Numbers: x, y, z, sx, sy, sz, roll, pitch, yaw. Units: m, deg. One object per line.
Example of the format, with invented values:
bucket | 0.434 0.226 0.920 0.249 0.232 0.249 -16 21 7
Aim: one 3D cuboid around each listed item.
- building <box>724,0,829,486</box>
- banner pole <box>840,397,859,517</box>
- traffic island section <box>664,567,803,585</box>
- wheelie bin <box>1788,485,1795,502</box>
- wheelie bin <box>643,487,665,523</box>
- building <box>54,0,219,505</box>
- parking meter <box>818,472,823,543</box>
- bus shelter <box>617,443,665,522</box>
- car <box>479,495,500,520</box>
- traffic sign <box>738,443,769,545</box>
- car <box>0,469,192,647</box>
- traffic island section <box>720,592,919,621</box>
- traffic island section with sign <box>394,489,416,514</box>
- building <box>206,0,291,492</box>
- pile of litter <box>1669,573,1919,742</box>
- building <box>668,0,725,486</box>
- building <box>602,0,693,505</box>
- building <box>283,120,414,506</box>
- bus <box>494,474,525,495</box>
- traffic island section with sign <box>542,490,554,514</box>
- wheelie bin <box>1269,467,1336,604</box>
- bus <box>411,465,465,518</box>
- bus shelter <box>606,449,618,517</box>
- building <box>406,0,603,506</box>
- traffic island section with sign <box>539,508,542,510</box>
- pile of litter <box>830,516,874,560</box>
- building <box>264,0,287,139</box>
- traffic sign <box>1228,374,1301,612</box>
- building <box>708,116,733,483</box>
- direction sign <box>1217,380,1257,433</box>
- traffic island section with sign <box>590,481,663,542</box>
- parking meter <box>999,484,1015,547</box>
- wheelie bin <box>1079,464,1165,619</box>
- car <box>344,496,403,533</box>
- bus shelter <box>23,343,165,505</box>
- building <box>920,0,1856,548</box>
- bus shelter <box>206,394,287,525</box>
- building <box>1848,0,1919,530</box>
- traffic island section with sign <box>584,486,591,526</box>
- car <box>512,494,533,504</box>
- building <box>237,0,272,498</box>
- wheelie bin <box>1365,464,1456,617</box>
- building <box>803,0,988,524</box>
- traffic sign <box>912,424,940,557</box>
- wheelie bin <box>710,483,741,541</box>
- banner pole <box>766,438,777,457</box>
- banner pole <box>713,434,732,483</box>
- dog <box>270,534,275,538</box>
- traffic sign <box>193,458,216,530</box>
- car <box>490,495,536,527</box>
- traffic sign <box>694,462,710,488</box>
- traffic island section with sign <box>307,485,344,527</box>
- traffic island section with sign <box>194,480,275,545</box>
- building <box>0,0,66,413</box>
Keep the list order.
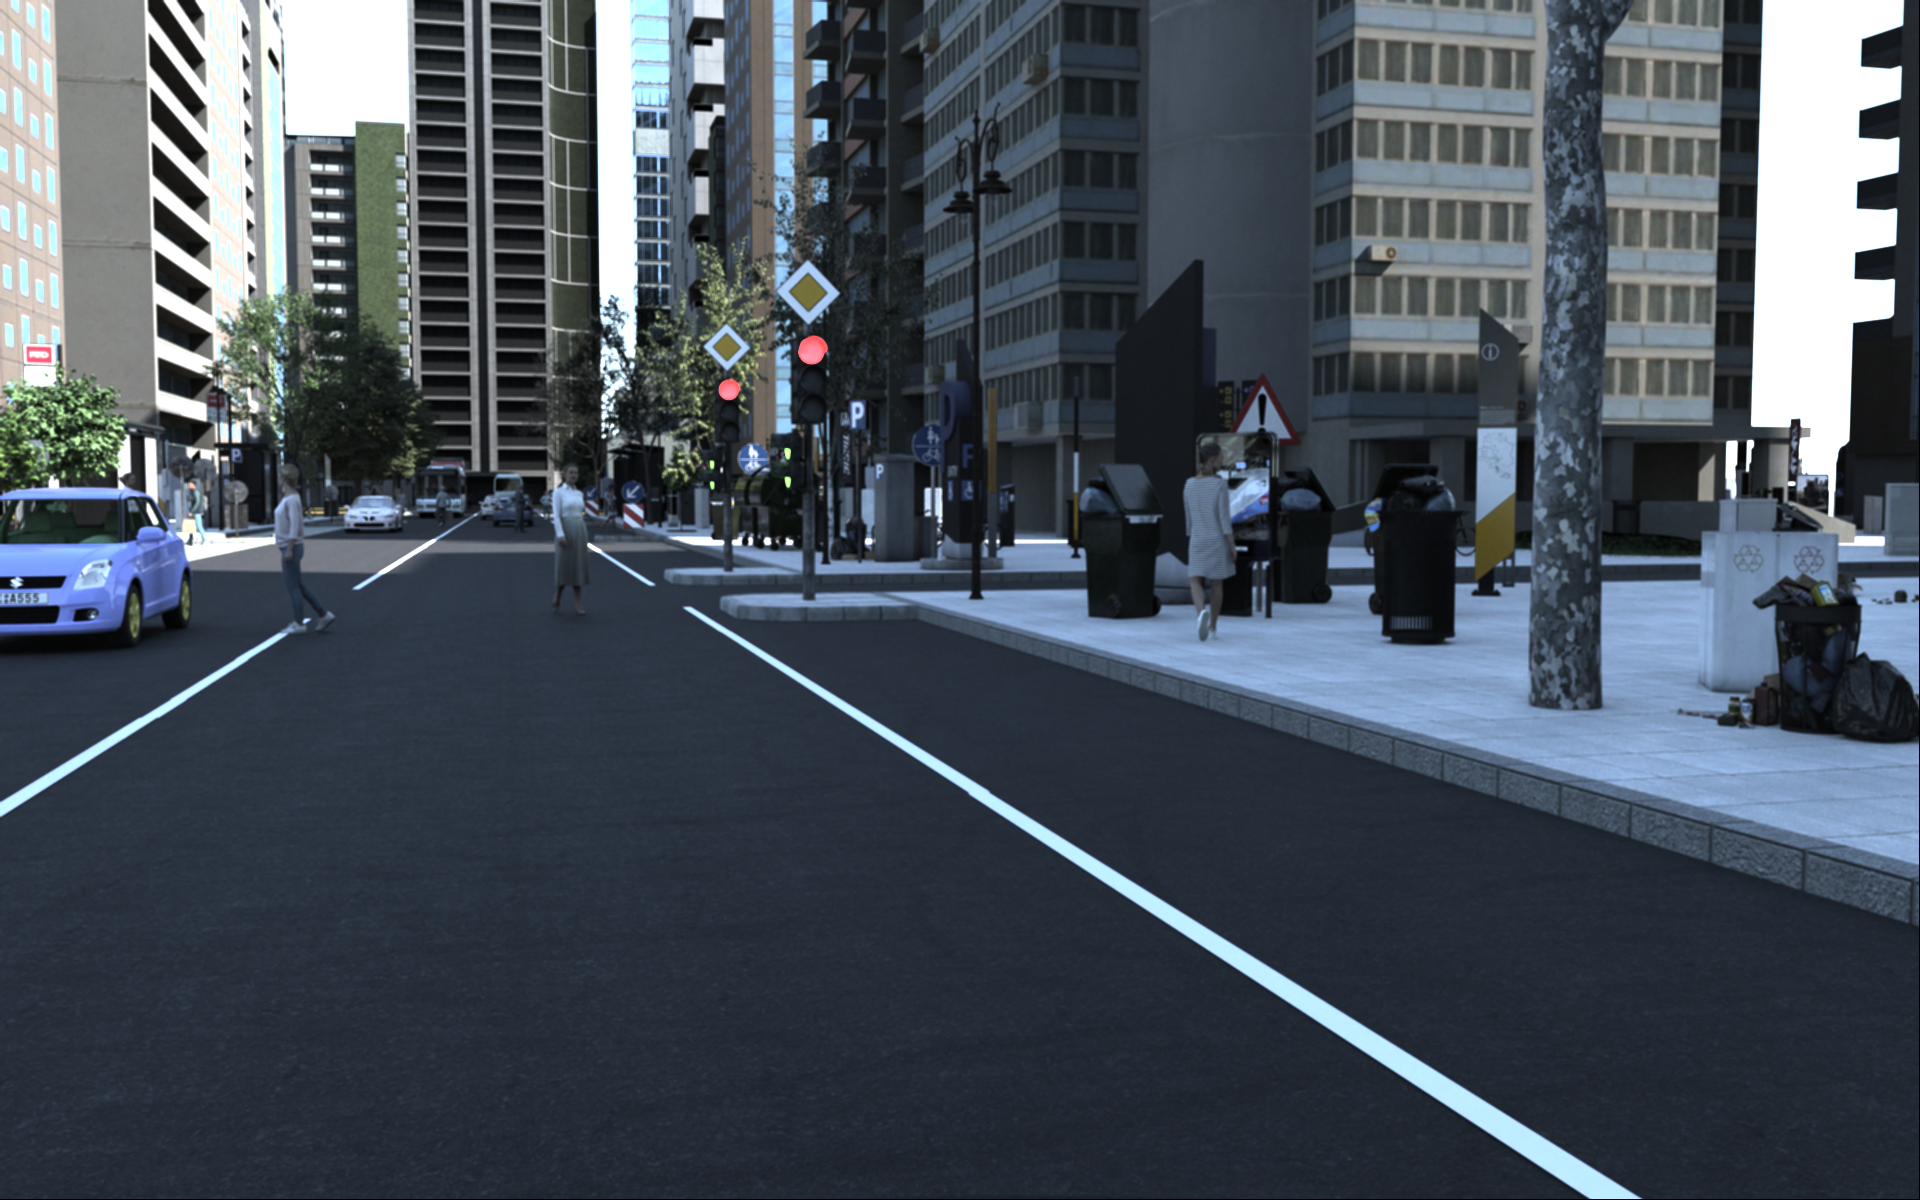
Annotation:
building | -8.872 -28.921 122.971 14.600 45.320 14.200 -1 4 -15
banner pole | -2.771 -3.293 43.865 0.863 3.779 0.401 3 5 44
traffic island section | -3.818 -0.393 28.710 2.009 0.180 2.903 -1 4 -15
wheelie bin | 29.541 -3.278 61.496 0.980 1.594 0.693 1 4 18
wheelie bin | -13.806 -4.300 78.208 0.980 1.594 0.693 0 4 -7
building | -57.869 -29.324 103.145 21.300 48.544 21.600 -1 4 -15
parking meter | -3.672 -2.429 45.428 0.255 1.863 0.399 -1 4 -19
bus shelter | -15.184 -5.603 82.886 1.731 3.624 6.357 -1 4 -15
car | -26.014 -5.207 97.491 2.083 1.381 4.827 -1 4 -16
traffic sign | -5.209 -2.665 43.674 0.768 2.556 0.104 -1 4 -14
car | -8.806 -0.460 17.118 1.945 1.707 3.694 -1 4 -13
traffic island section | -1.805 0.079 20.982 2.009 0.180 2.903 -1 4 -15
traffic island section with sign | -40.246 -7.081 124.406 1.989 1.847 2.006 -1 4 -15
building | -67.241 -30.648 151.212 14.200 45.320 14.600 -1 4 -15
pile of litter | 4.823 0.271 9.539 1.176 0.858 1.719 -1 4 -17
building | -11.854 -34.818 158.516 28.713 52.752 27.495 -1 4 -15
building | -27.085 -54.590 205.209 31.000 86.520 22.319 -1 4 -15
building | -67.861 -31.093 191.957 14.086 41.232 14.154 -1 4 -15
bus | -43.181 -10.459 165.857 2.948 3.499 13.247 -1 4 -14
traffic island section with sign | -29.498 -7.255 127.250 1.989 1.847 2.006 -1 4 -15
wheelie bin | 4.003 -0.768 20.466 0.693 1.594 0.980 -1 4 -16
bus | -32.292 -6.911 107.857 2.948 3.499 13.247 -1 4 -15
bus shelter | -17.903 -6.220 92.985 1.731 3.624 6.357 -1 4 -15
building | -51.872 -46.497 198.476 20.611 71.187 20.563 -1 4 -15
traffic island section with sign | -36.285 -8.851 153.340 1.989 1.847 2.006 -1 4 -15
pile of litter | -1.848 -1.233 34.125 1.719 0.858 1.176 -2 4 -30
building | -86.021 -46.009 190.506 20.611 71.187 20.563 -1 4 -15
traffic sign | 3.265 -1.152 18.831 0.884 2.594 0.081 -1 4 -9
building | -12.972 -22.343 137.011 14.160 30.474 14.107 -1 4 -15
direction sign | 5.554 -2.611 34.688 0.876 3.537 0.379 2 4 35
traffic island section with sign | -10.160 -2.714 53.009 1.989 1.847 2.006 -1 4 -15
parking meter | 1.151 -2.082 42.451 0.372 1.533 0.369 0 3 0
wheelie bin | 1.653 -0.621 18.067 0.980 1.594 0.693 -3 5 -42
car | -22.181 -3.256 65.593 2.083 1.381 4.827 -1 4 -14
bus shelter | -24.559 -4.372 49.120 2.179 5.291 8.768 -1 4 -14
building | 12.355 -22.351 57.321 23.993 40.220 32.217 -1 4 -15
bus shelter | -29.771 -5.789 72.277 2.179 5.291 8.768 -1 4 -14
building | 40.609 -24.836 56.180 14.200 45.320 14.600 -1 4 -15
traffic island section with sign | -17.053 -4.334 79.485 1.989 1.847 2.006 -1 4 -15
car | -35.360 -7.782 139.038 2.131 1.459 4.920 -1 4 -16
building | -61.998 -27.638 135.474 14.154 41.232 14.086 -1 4 -15
wheelie bin | 4.794 -0.637 18.330 0.980 1.594 0.693 -1 4 -17
building | 4.020 -26.437 86.867 22.147 44.769 28.867 -1 4 -15
traffic sign | -0.491 -1.926 31.599 0.768 2.556 0.104 0 4 -8
wheelie bin | -6.486 -2.449 47.950 0.980 1.594 0.693 3 5 43
banner pole | -8.481 -5.366 77.754 0.863 3.779 0.401 3 5 44
banner pole | -8.475 -4.418 62.247 0.863 3.779 0.401 -1 4 -16
dog | -21.583 -2.125 54.941 0.748 0.427 0.550 2 4 28
traffic sign | -26.902 -3.766 61.687 0.768 2.556 0.104 -1 4 -14
car | -20.069 -4.024 77.795 2.014 1.417 4.499 -1 4 -14
traffic sign | -10.183 -4.142 67.832 0.768 2.556 0.104 0 4 -6
traffic island section with sign | -27.864 -4.174 76.873 1.989 1.847 2.006 -1 4 -15
traffic island section with sign | -20.815 -2.520 49.825 1.989 1.847 2.006 -1 4 -15
building | -58.835 -28.836 121.584 14.600 45.320 14.200 -1 4 -15
